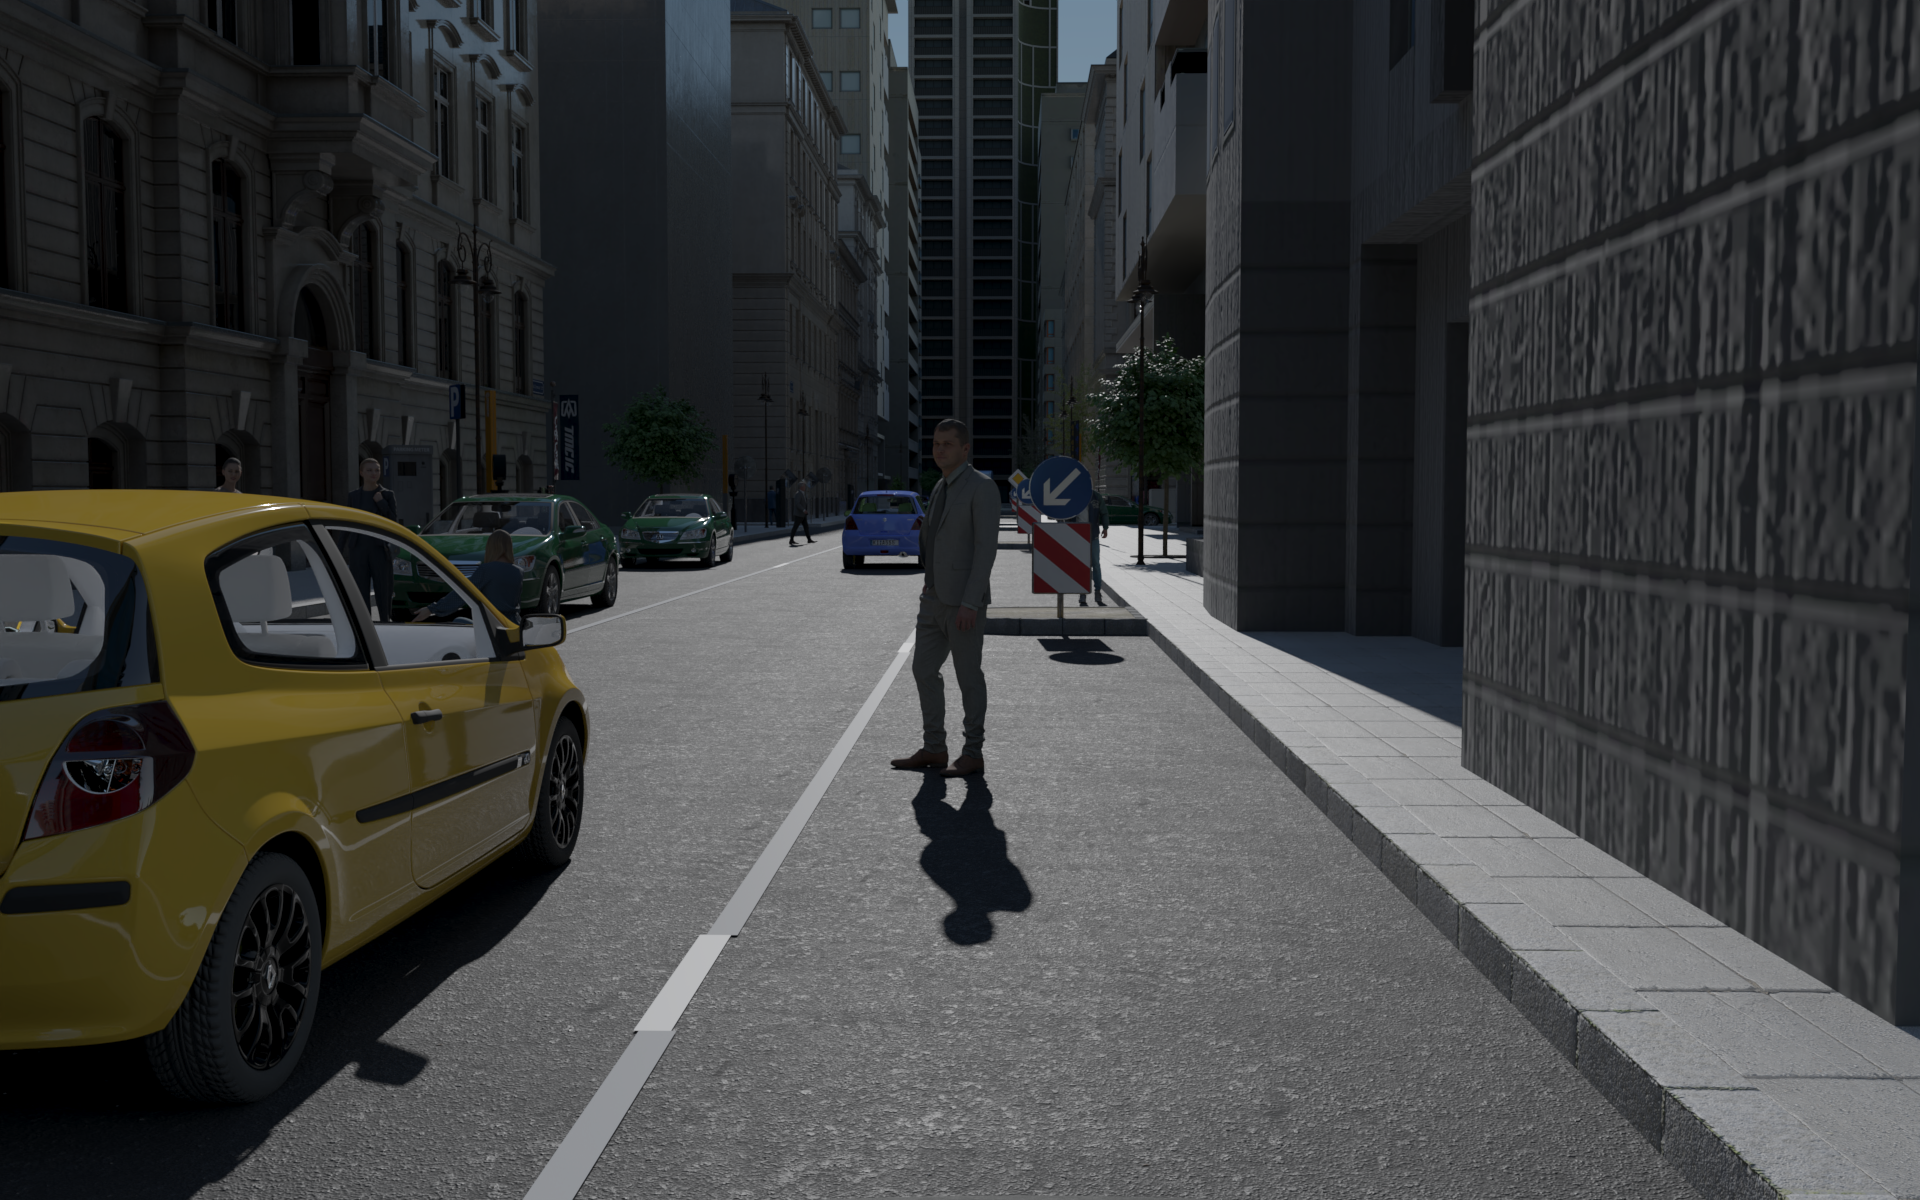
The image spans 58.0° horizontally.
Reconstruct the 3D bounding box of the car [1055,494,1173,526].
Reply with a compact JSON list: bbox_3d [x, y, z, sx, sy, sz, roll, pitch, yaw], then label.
[{"bbox_3d":[6.395,-3.681,71.978,4.920,1.459,2.131,0,4,1],"label":"car"}]

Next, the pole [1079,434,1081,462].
[{"bbox_3d":[3.982,-3.952,58.458,0.158,3.312,0.155,0,3,0],"label":"pole"}]

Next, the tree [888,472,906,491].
[{"bbox_3d":[-5.591,-9.642,152.250,1.663,3.219,1.824,0,3,0],"label":"tree"}]

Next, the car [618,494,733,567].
[{"bbox_3d":[-5.742,-1.443,35.394,2.131,1.459,4.920,0,4,0],"label":"car"}]

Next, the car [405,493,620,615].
[{"bbox_3d":[-5.378,-0.547,20.748,2.131,1.459,4.920,0,4,2],"label":"car"}]

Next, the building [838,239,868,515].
[{"bbox_3d":[-11.974,-15.127,111.952,10.561,19.102,19.286,0,4,2],"label":"building"}]

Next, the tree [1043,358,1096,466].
[{"bbox_3d":[6.384,-8.827,94.684,4.737,8.622,4.395,0,3,0],"label":"tree"}]

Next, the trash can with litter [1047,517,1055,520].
[{"bbox_3d":[4.744,-4.591,86.446,0.624,1.170,1.055,-2,4,-30],"label":"trash can with litter"}]

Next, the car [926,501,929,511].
[{"bbox_3d":[-0.659,-4.679,85.302,1.959,1.807,4.718,0,4,3],"label":"car"}]

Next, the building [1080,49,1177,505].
[{"bbox_3d":[15.851,-15.460,81.650,19.941,23.489,11.050,0,4,2],"label":"building"}]

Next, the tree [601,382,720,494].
[{"bbox_3d":[-8.668,-4.079,50.403,4.285,4.588,4.351,0,3,0],"label":"tree"}]

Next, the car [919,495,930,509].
[{"bbox_3d":[-3.027,-7.450,134.392,1.945,1.354,3.894,0,4,0],"label":"car"}]

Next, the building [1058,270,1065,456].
[{"bbox_3d":[13.156,-17.876,141.419,9.793,20.994,18.267,0,4,2],"label":"building"}]

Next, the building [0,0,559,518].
[{"bbox_3d":[-16.802,-12.881,29.696,14.460,24.649,34.723,0,4,2],"label":"building"}]

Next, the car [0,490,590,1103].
[{"bbox_3d":[-2.403,0.287,5.531,2.015,1.641,3.980,0,4,2],"label":"car"}]

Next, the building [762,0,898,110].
[{"bbox_3d":[-20.904,-35.215,165.003,28.713,52.752,27.495,0,4,2],"label":"building"}]

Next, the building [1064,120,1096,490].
[{"bbox_3d":[17.132,-18.988,114.975,19.350,26.468,34.151,0,4,2],"label":"building"}]

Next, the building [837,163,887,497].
[{"bbox_3d":[-13.282,-21.144,133.087,14.401,28.519,23.554,0,4,2],"label":"building"}]

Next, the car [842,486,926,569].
[{"bbox_3d":[-1.383,-1.525,34.528,1.945,1.707,3.694,0,4,1],"label":"car"}]

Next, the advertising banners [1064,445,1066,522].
[{"bbox_3d":[3.723,-3.999,61.567,0.090,3.025,2.074,0,4,3],"label":"advertising banners"}]

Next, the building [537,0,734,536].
[{"bbox_3d":[-23.651,-14.747,60.186,30.058,24.678,14.314,0,4,2],"label":"building"}]

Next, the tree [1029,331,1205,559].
[{"bbox_3d":[4.193,-3.130,34.896,4.285,4.588,4.351,0,3,0],"label":"tree"}]

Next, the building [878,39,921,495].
[{"bbox_3d":[-15.720,-34.605,189.500,21.300,48.544,21.600,0,4,2],"label":"building"}]

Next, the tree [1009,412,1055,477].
[{"bbox_3d":[6.494,-12.487,154.523,4.360,8.622,3.978,0,3,0],"label":"tree"}]

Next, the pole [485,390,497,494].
[{"bbox_3d":[-9.243,-2.467,34.173,0.158,3.312,0.155,0,3,0],"label":"pole"}]

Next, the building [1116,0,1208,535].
[{"bbox_3d":[18.979,-28.296,51.886,28.713,52.752,27.495,0,4,2],"label":"building"}]

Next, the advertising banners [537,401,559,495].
[{"bbox_3d":[-7.646,-2.206,32.261,0.090,3.025,2.074,0,4,-3],"label":"advertising banners"}]

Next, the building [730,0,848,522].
[{"bbox_3d":[-13.080,-17.878,89.569,12.463,27.353,25.104,0,4,2],"label":"building"}]

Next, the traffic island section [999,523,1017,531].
[{"bbox_3d":[2.312,-2.819,68.379,2.009,0.180,2.903,0,4,2],"label":"traffic island section"}]

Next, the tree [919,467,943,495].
[{"bbox_3d":[-3.455,-13.743,208.415,4.285,4.588,4.351,0,3,0],"label":"tree"}]

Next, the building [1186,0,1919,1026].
[{"bbox_3d":[13.122,-28.995,16.070,21.231,58.520,28.212,0,4,2],"label":"building"}]

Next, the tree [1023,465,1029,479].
[{"bbox_3d":[7.099,-10.774,159.873,4.285,4.588,4.351,0,3,0],"label":"tree"}]

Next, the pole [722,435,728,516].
[{"bbox_3d":[-8.097,-4.033,59.781,0.158,3.312,0.155,0,3,0],"label":"pole"}]

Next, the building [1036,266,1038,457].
[{"bbox_3d":[16.597,-27.362,219.076,14.160,30.474,14.107,0,4,2],"label":"building"}]

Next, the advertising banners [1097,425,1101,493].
[{"bbox_3d":[3.530,-2.935,44.178,0.090,3.025,2.074,0,4,4],"label":"advertising banners"}]

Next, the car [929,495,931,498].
[{"bbox_3d":[-2.160,-9.318,161.947,1.945,1.707,3.694,0,4,1],"label":"car"}]
